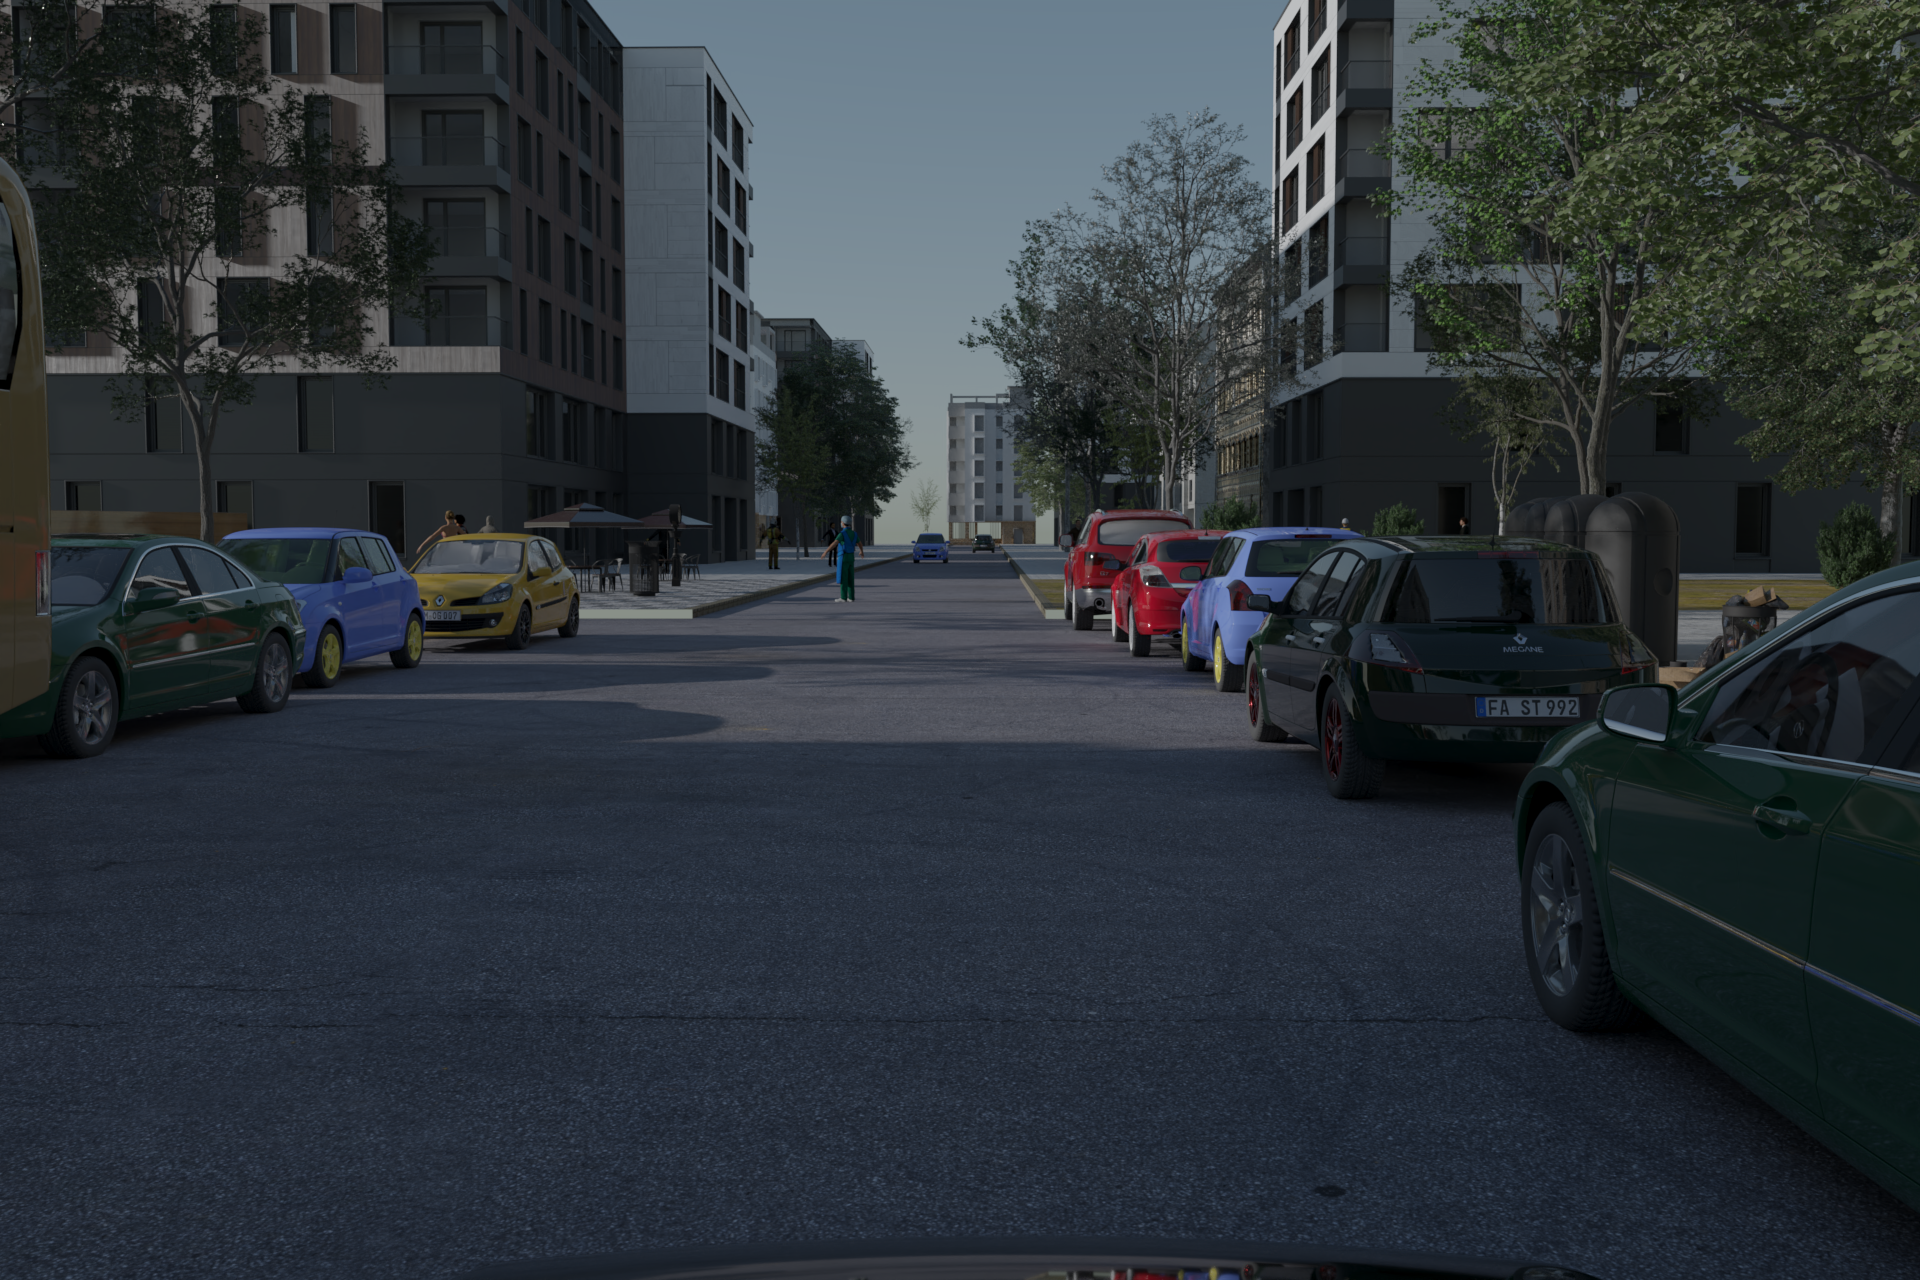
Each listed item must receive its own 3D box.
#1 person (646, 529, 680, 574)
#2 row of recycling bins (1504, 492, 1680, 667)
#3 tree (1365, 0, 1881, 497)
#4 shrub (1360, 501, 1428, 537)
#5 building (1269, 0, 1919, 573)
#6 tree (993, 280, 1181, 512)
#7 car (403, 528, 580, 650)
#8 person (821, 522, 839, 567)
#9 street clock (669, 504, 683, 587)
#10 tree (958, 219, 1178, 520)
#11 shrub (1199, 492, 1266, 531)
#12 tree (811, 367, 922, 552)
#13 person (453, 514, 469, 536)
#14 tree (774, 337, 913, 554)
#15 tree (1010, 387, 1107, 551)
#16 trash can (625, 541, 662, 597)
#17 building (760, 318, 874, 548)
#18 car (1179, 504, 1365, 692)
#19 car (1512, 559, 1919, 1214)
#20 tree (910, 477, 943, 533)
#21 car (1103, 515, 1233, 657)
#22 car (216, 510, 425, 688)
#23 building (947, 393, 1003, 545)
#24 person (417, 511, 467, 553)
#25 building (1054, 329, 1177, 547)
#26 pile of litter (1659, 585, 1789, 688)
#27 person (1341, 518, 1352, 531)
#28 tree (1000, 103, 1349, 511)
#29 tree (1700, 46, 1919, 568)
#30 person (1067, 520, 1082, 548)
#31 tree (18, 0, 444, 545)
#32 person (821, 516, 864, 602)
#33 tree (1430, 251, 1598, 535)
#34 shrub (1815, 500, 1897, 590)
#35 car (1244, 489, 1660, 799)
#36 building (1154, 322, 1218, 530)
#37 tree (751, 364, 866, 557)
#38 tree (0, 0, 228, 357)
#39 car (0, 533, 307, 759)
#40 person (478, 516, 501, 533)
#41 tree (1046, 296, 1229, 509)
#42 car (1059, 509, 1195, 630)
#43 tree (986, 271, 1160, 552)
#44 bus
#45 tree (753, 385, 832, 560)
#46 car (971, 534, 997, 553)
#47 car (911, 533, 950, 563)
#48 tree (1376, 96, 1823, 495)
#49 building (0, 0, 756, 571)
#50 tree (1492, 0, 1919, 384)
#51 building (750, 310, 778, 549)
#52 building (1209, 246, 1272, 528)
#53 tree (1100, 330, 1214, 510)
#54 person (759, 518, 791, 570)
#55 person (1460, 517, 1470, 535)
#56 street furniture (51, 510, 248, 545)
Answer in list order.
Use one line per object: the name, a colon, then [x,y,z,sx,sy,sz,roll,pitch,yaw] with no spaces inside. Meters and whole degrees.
person: [-9.570,-3.053,55.850,1.347,1.837,0.705,-3,5,-40]
row of recycling bins: [6.580,-0.687,18.349,1.069,1.692,3.534,0,4,1]
tree: [9.637,-6.114,25.712,9.928,11.665,9.643,0,3,0]
shrub: [10.494,-2.300,41.641,1.661,2.075,1.752,0,3,0]
building: [26.602,-13.978,72.507,27.936,21.610,32.646,0,4,1]
tree: [6.532,-10.558,82.997,12.009,13.543,11.850,0,3,0]
car: [-6.201,-0.760,22.649,2.015,1.641,3.980,0,4,1]
person: [-4.924,-3.728,67.675,1.216,1.740,0.721,-3,4,-36]
street clock: [-6.958,-2.313,42.392,0.358,2.002,0.471,0,4,3]
tree: [6.731,-15.236,105.003,12.611,20.169,13.585,0,3,0]
shrub: [5.099,-1.750,32.657,1.661,2.075,1.752,0,3,0]
tree: [-7.792,-13.282,127.529,12.009,13.543,11.850,0,3,0]
person: [-13.836,-2.546,47.764,0.704,1.843,1.345,1,4,18]
tree: [-7.552,-12.538,111.645,9.857,13.997,8.962,0,3,0]
tree: [7.459,-13.194,133.842,7.486,12.596,7.792,0,3,0]
trash can: [-6.513,-1.472,35.716,0.748,1.137,0.748,0,3,0]
building: [-23.992,-20.579,180.438,27.936,21.610,32.646,0,4,1]
car: [3.170,-0.453,16.995,1.945,1.707,3.694,0,3,0]
car: [2.610,0.501,3.603,2.131,1.459,4.920,0,4,1]
tree: [-3.901,-16.604,221.843,4.360,8.622,3.978,0,3,0]
car: [2.898,-0.774,21.693,2.155,1.783,4.494,0,4,1]
car: [-6.668,-0.467,17.234,1.945,1.707,3.694,0,4,1]
building: [-1.313,-22.361,224.472,11.380,20.090,16.016,0,4,-5]
person: [-9.848,-1.624,33.357,1.217,1.733,0.721,-3,4,-37]
building: [24.104,-21.102,188.985,27.936,21.610,32.646,0,4,1]
pile of litter: [6.357,-0.024,14.354,1.176,0.858,1.719,0,4,1]
person: [12.054,-2.920,54.213,1.216,1.772,0.721,1,4,14]
tree: [6.125,-8.533,49.886,12.009,13.543,11.850,0,3,0]
tree: [23.619,-8.390,43.829,9.857,13.997,8.962,0,3,0]
person: [4.342,-3.513,63.571,1.346,1.812,0.704,-1,4,-14]
tree: [-12.398,-5.772,28.790,8.767,10.594,7.601,0,4,5]
person: [-2.421,-1.713,36.597,0.704,1.817,1.347,3,4,36]
tree: [13.641,-5.739,44.194,4.360,8.622,3.978,0,3,0]
shrub: [19.387,-2.023,37.496,1.690,2.028,1.600,0,3,0]
car: [2.866,-0.059,10.745,2.009,1.686,4.222,0,4,0]
building: [27.187,-17.522,152.950,16.747,18.905,31.486,0,4,1]
tree: [-8.840,-9.864,95.684,7.601,10.594,8.767,-1,4,-13]
tree: [-12.601,-5.166,18.881,8.767,10.594,7.601,-2,4,-25]
car: [-6.425,-0.048,12.577,2.131,1.459,4.920,0,4,1]
person: [-13.530,-2.683,49.997,1.348,1.813,0.705,1,4,15]
tree: [6.924,-8.182,68.187,7.601,10.594,8.767,-1,4,-15]
car: [2.719,-1.137,27.270,2.281,1.827,5.304,0,4,1]
tree: [8.880,-16.174,120.337,12.611,20.169,13.585,0,3,0]
bus: [-6.511,-0.743,3.692,2.896,3.916,12.252,0,4,1]
tree: [-8.001,-8.229,84.907,4.737,8.622,4.395,0,3,0]
car: [1.798,-7.473,131.978,2.009,1.686,4.222,0,4,1]
car: [-1.440,-4.676,86.036,1.945,1.707,3.694,0,4,1]
tree: [12.868,-6.163,35.173,8.767,10.594,7.601,1,4,10]
building: [-24.669,-13.895,71.155,27.936,21.610,32.646,0,4,1]
tree: [8.673,-5.931,15.101,7.486,12.596,7.792,0,3,0]
building: [-22.125,-17.821,147.793,16.016,20.090,11.380,0,4,1]
building: [25.587,-16.572,101.883,19.493,23.208,18.063,0,4,1]
tree: [6.517,-6.634,58.827,4.737,8.622,4.395,0,3,0]
person: [-6.748,-3.486,62.760,1.354,1.858,0.705,2,4,29]
person: [15.920,-2.974,54.820,0.705,1.806,1.347,2,4,26]
street furniture: [-16.449,-1.759,35.620,9.812,1.723,11.010,2,4,25]
